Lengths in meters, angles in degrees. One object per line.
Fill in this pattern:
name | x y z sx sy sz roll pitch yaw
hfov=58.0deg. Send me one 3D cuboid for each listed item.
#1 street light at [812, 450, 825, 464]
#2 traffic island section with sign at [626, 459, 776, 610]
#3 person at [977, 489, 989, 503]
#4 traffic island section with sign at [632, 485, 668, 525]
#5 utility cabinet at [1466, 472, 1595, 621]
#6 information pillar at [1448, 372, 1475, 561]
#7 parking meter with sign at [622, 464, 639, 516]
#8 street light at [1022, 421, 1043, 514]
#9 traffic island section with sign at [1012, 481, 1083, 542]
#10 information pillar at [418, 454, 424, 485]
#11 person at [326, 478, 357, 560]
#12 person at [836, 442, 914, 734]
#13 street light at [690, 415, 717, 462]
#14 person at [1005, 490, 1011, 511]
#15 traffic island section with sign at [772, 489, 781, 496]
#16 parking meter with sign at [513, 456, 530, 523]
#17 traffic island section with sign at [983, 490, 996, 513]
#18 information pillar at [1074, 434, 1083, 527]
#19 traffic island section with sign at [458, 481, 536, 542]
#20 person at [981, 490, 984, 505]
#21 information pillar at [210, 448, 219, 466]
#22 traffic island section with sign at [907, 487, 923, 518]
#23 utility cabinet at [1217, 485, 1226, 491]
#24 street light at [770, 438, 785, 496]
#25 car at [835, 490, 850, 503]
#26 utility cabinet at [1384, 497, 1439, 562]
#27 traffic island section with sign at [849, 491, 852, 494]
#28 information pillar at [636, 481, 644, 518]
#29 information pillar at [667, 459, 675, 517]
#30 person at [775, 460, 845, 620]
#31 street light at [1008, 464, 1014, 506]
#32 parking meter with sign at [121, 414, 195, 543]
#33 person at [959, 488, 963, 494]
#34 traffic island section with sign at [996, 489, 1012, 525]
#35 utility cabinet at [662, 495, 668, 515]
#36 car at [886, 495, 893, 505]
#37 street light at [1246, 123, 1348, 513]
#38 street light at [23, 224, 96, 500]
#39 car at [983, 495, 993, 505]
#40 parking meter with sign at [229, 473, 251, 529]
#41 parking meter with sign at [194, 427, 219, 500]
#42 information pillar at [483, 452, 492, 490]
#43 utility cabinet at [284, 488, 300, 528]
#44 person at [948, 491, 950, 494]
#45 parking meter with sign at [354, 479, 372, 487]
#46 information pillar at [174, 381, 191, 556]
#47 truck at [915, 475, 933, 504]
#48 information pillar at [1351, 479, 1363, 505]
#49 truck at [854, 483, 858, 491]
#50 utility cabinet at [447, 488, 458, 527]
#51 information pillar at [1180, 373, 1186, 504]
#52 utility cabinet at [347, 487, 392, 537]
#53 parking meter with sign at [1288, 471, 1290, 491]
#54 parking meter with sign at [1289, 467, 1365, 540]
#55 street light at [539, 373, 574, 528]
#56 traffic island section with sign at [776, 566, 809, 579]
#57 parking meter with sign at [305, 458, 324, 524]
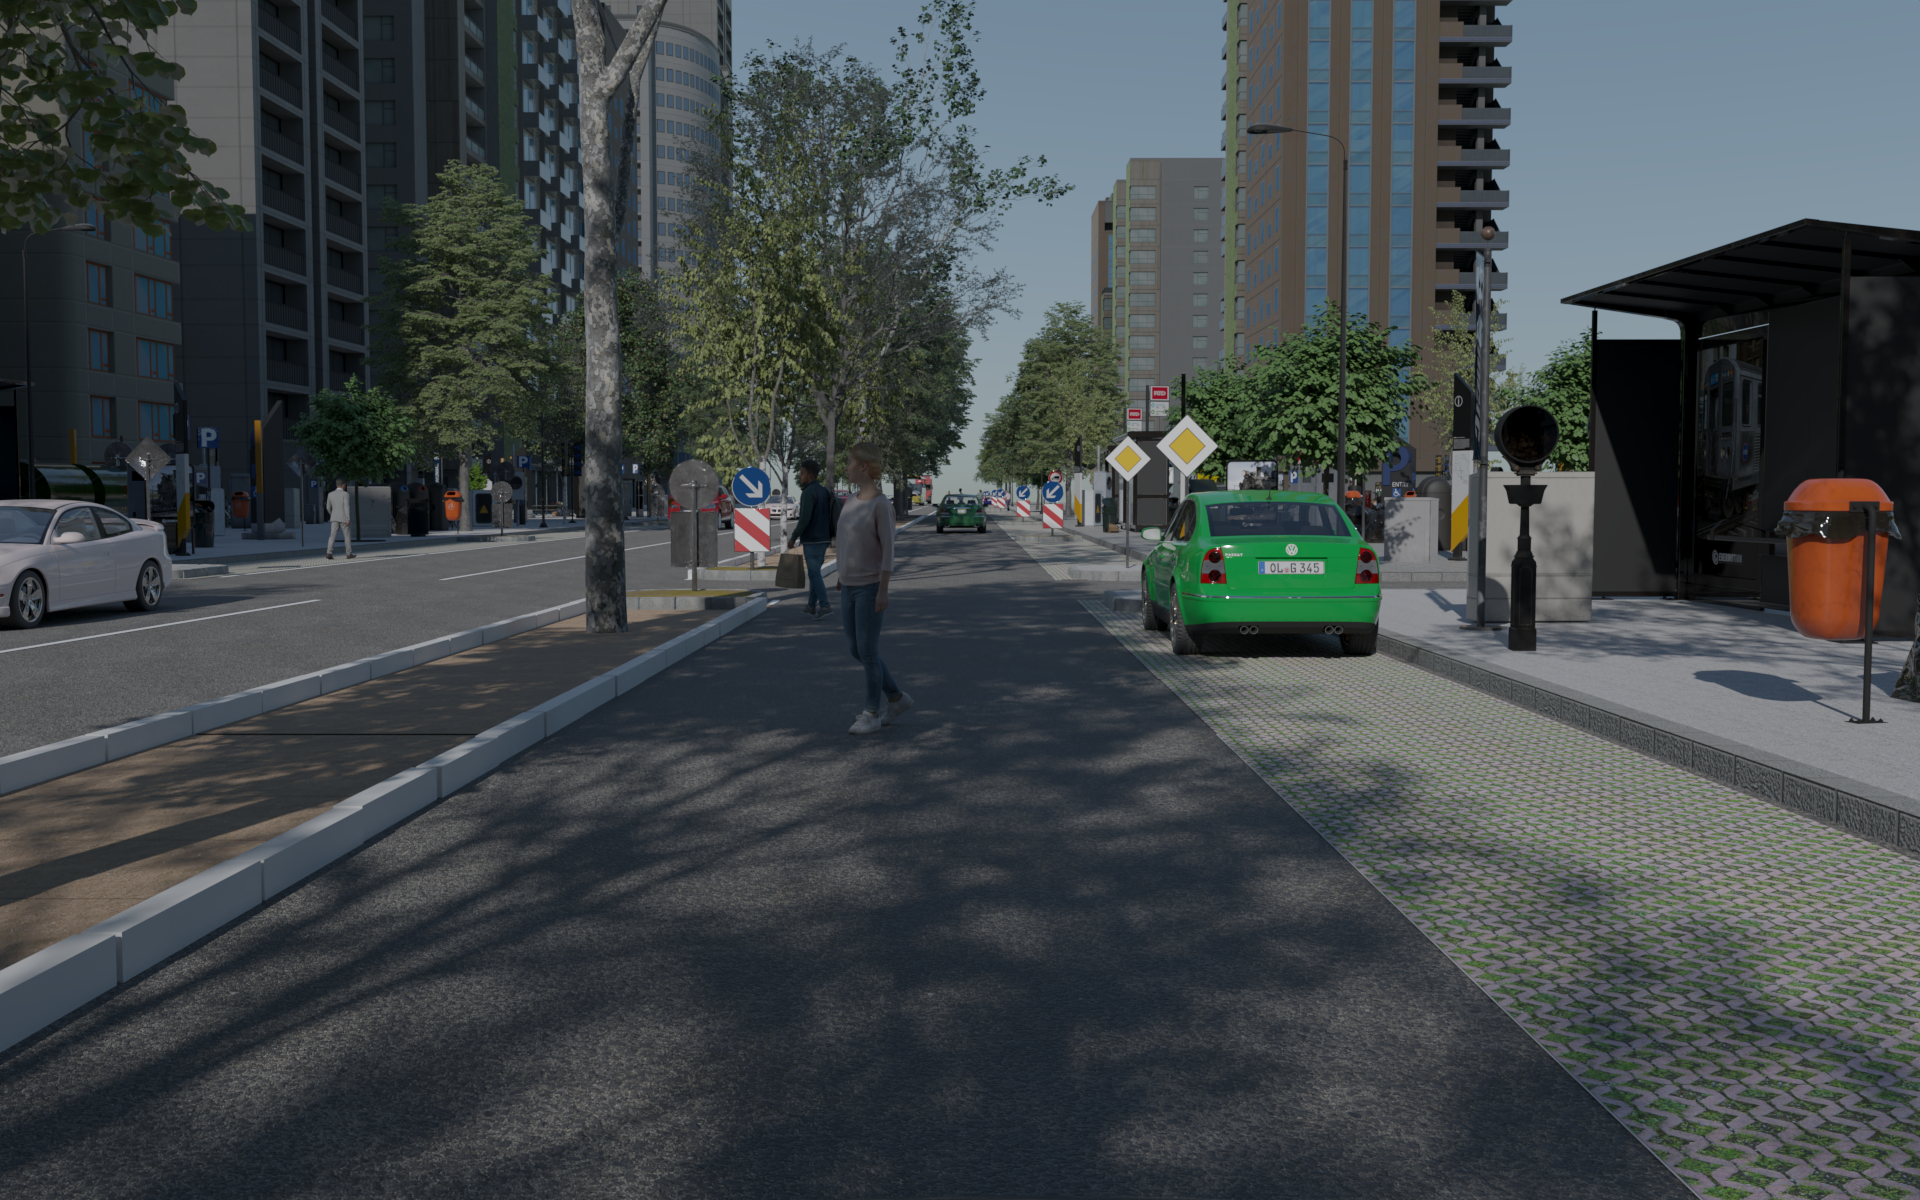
street light | -14.928 -12.604 178.619 1.470 5.913 1.316 0 4 0
traffic island section with sign | -3.519 -0.864 22.267 2.006 1.907 1.989 0 4 0
person | 1.633 -8.023 139.765 1.350 1.814 0.705 0 4 -1
traffic island section with sign | -13.909 -4.336 79.519 1.989 1.847 2.006 0 4 0
utility cabinet | 5.695 -0.528 17.320 1.173 1.500 0.318 0 4 -4
information pillar | 9.622 -2.558 33.185 0.183 3.616 0.504 -2 4 -28
parking meter with sign | -19.359 -6.342 99.948 0.543 3.016 1.738 3 5 42
street light | 4.640 -8.386 109.644 1.470 5.913 1.316 0 4 0
traffic island section with sign | 2.677 -2.694 52.680 1.989 1.847 2.006 0 4 0
information pillar | -28.366 -6.105 91.172 0.504 3.616 0.183 3 5 42
person | -13.538 -1.774 37.785 0.678 1.792 0.850 1 4 15
person | -0.528 -0.083 10.534 0.598 1.740 0.731 -3 5 -43
street light | -15.243 -7.888 101.505 1.470 5.913 1.316 0 4 0
person | 3.597 -7.498 132.035 0.436 1.711 0.756 3 5 44
traffic island section with sign | -13.712 -7.391 129.470 1.989 1.847 2.006 0 4 0
parking meter with sign | -19.735 -4.988 77.811 0.543 3.016 1.738 0 4 -5
traffic island section with sign | 2.948 -7.419 129.930 1.989 1.847 2.006 0 4 0
information pillar | 4.654 -4.694 68.094 0.183 3.616 0.504 -2 4 -25
traffic island section with sign | -13.997 -2.687 52.564 1.989 1.847 2.006 0 4 0
person | 2.176 -10.374 178.104 0.705 1.826 1.348 -2 4 -24
information pillar | -32.430 -5.130 75.224 0.183 3.616 0.504 3 5 40
traffic island section with sign | -3.219 -5.913 104.813 2.006 1.907 1.989 0 4 0
utility cabinet | 6.907 -2.142 43.701 1.173 1.500 0.318 3 4 38
street light | -15.101 -10.411 142.755 1.470 5.913 1.316 0 4 0
car | -10.261 -8.495 147.565 2.281 1.827 5.304 0 4 -1
utility cabinet | 8.582 -1.332 32.940 0.306 1.237 1.020 -3 5 -42
traffic island section with sign | -13.426 -12.422 211.723 1.989 1.847 2.006 0 4 0
information pillar | -17.346 -5.465 93.836 0.304 2.012 0.304 -3 4 -36
information pillar | -16.061 -6.417 96.265 0.504 3.616 0.183 2 4 35
person | -1.709 -0.691 19.787 0.713 1.824 0.794 3 5 42
street light | 4.710 -10.603 145.894 1.470 5.913 1.316 0 4 0
parking meter with sign | -17.797 -2.546 37.890 1.738 3.016 0.543 0 4 4
person | 0.020 -5.743 102.735 0.374 1.781 0.599 1 4 15
traffic island section with sign | 2.782 -4.356 79.847 1.989 1.847 2.006 0 4 0
utility cabinet | -17.908 -5.753 105.217 0.306 1.237 1.020 1 4 19
car | -6.861 -9.389 166.087 1.945 1.354 3.894 0 3 0
street light | 4.291 -3.017 21.873 1.470 5.913 1.316 0 4 0
street light | -15.542 -3.509 29.921 1.470 5.913 1.316 0 4 0
car | 3.436 -10.915 191.034 1.945 1.354 3.894 0 4 1
parking meter with sign | -26.707 -4.161 64.295 1.738 3.016 0.543 -2 4 -29
parking meter with sign | -20.253 -3.038 45.939 1.738 3.016 0.543 3 5 44
information pillar | -25.884 -6.334 94.922 0.504 3.616 0.183 -1 4 -20
utility cabinet | -25.051 -3.404 64.327 1.173 1.500 0.318 2 4 25
person | -1.233 -11.885 202.752 0.705 1.831 1.348 3 5 44
parking meter with sign | -27.257 -5.067 79.100 1.738 3.016 0.543 0 4 0
information pillar | -16.081 -2.719 35.803 0.183 3.616 0.504 -3 5 -45
truck | -5.366 -16.268 254.888 2.839 4.237 11.283 0 4 0
information pillar | 13.313 -3.276 58.058 0.304 2.012 0.304 -1 4 -13
truck | -10.366 -12.957 201.606 2.967 4.110 18.799 0 4 0
utility cabinet | -19.791 -3.518 66.199 1.173 1.500 0.318 1 4 12
information pillar | 4.363 -2.599 33.848 0.183 3.616 0.504 1 4 9
utility cabinet | -17.376 -2.586 50.968 1.173 1.500 0.318 -2 4 -29
parking meter with sign | 8.633 -2.899 43.658 1.738 3.016 0.543 -2 4 -31
parking meter with sign | 9.055 -2.825 42.452 1.738 3.016 0.543 0 4 7
street light | -15.362 -5.713 65.950 1.470 5.913 1.316 0 4 0
traffic island section with sign | -3.482 -1.317 29.675 2.006 1.907 1.989 0 4 0
parking meter with sign | -27.659 -4.775 74.330 0.543 3.016 1.738 0 4 -4
